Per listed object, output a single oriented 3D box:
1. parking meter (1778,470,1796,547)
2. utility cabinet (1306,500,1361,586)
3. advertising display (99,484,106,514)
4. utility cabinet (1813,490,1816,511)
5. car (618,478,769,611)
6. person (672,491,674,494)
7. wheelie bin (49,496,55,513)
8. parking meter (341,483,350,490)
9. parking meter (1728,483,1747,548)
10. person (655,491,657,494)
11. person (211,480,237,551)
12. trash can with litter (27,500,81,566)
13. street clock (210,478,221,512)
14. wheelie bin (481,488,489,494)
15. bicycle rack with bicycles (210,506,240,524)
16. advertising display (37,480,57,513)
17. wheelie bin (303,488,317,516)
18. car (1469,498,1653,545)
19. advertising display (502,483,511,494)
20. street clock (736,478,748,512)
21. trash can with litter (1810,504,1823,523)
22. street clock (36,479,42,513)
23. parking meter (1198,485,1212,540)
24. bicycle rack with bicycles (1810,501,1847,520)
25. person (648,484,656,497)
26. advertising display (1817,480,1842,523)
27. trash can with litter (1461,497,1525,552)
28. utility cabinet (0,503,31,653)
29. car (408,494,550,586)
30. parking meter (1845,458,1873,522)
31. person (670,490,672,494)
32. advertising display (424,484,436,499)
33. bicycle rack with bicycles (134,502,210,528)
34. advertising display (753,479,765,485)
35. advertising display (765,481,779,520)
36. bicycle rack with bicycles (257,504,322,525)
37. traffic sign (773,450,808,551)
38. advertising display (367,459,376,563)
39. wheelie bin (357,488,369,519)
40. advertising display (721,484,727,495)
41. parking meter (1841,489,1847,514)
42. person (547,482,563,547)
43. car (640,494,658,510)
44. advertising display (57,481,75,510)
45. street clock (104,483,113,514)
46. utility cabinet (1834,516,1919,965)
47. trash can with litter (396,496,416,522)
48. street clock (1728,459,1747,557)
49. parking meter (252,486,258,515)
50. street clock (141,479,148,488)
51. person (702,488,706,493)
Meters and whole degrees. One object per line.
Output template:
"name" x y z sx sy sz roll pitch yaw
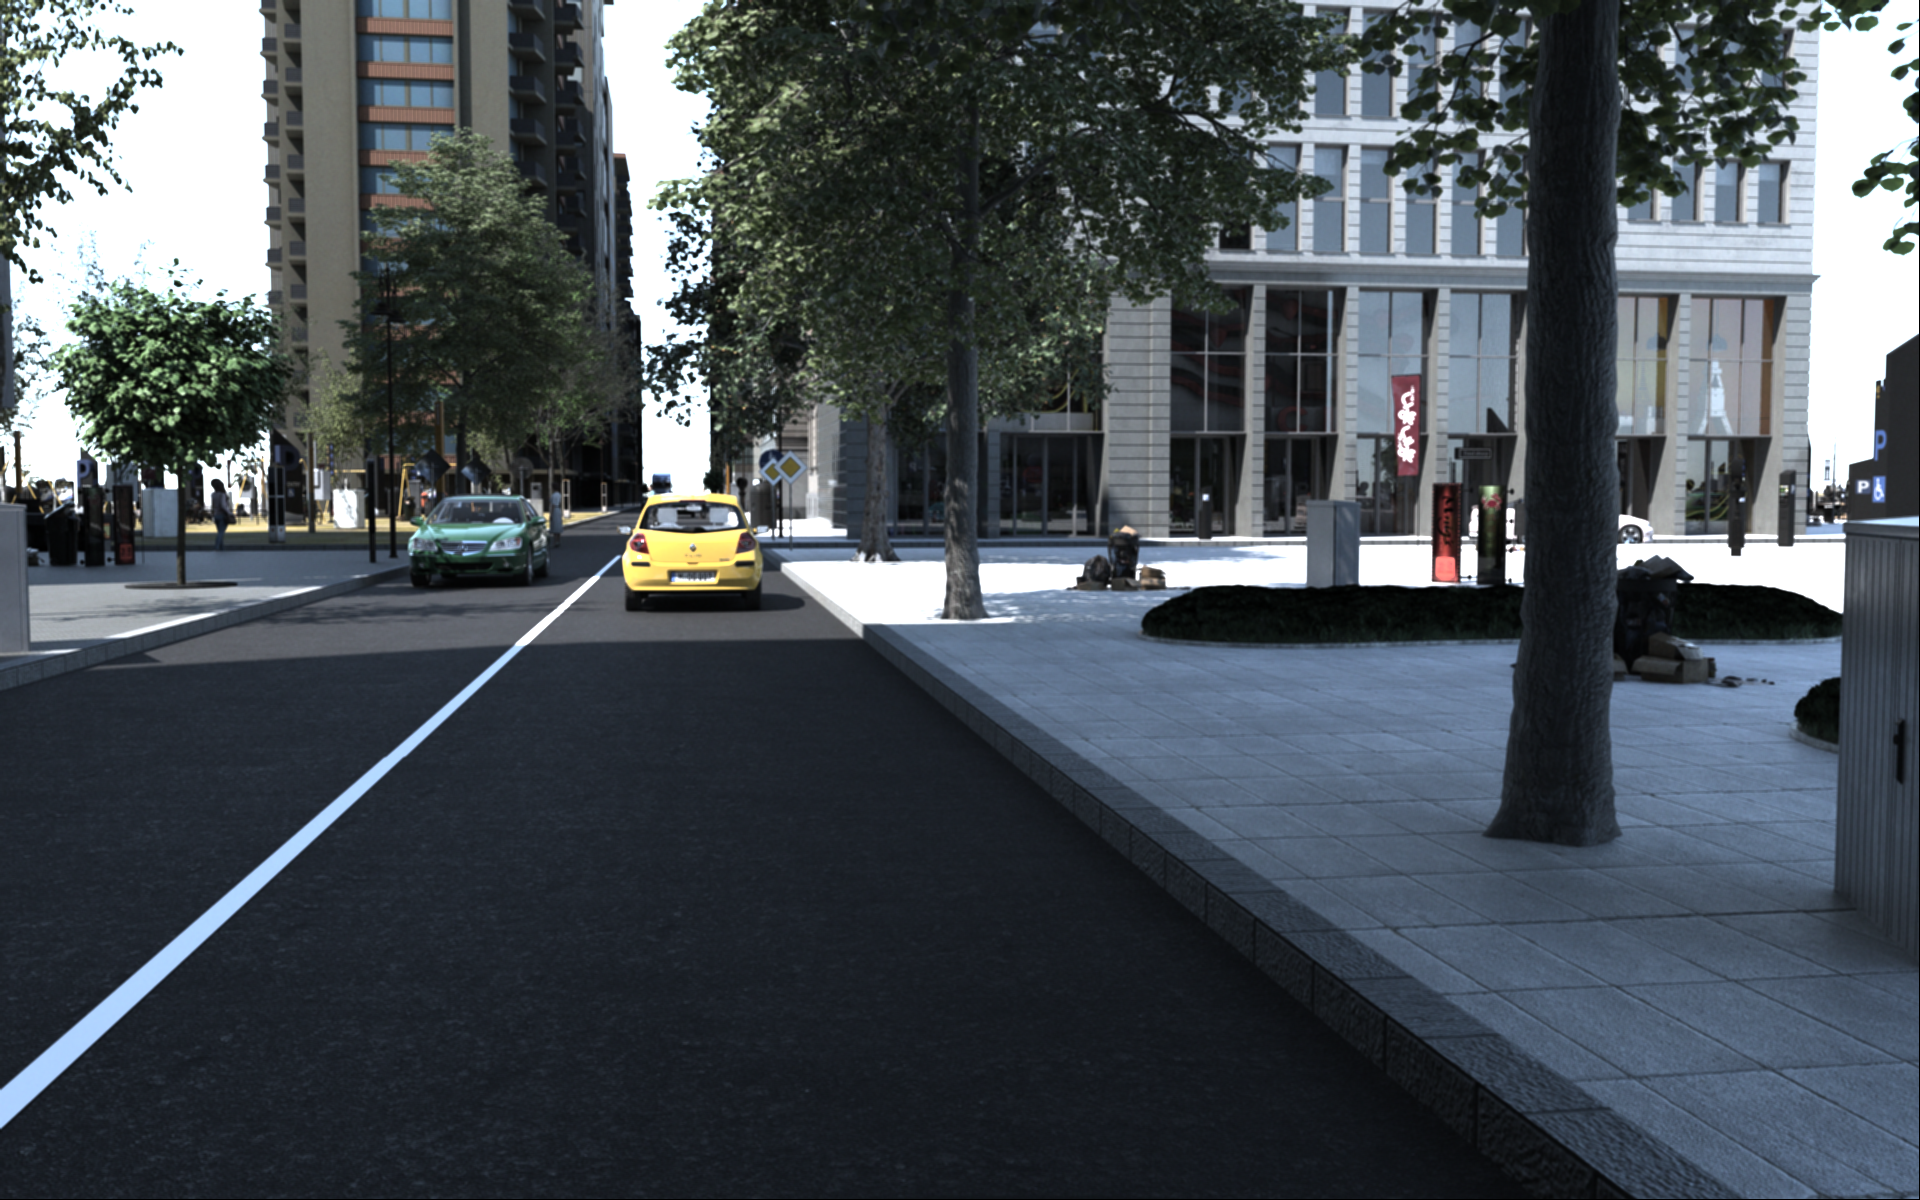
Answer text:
"parking meter" 19.998 -2.213 41.896 0.399 1.863 0.255 -3 5 -41
"utility cabinet" 3.970 -0.445 18.438 0.306 1.237 1.020 0 4 -5
"advertising display" -55.722 -6.553 112.352 0.123 1.923 0.974 1 4 9
"utility cabinet" 52.516 -5.910 105.305 0.318 1.500 1.173 -3 5 -39
"car" -3.496 -0.766 22.749 2.015 1.641 3.980 -1 4 -8
"person" -30.097 -10.623 182.634 0.568 1.767 0.683 1 4 17
"wheelie bin" -47.217 -4.983 89.373 0.693 1.594 0.980 0 4 0
"parking meter" -31.052 -5.002 87.487 0.255 1.863 0.399 3 5 44
"parking meter" 18.466 -2.003 41.162 0.372 1.533 0.369 0 3 0
"person" -30.304 -9.972 172.479 0.756 1.711 0.436 2 4 25
"person" -16.936 -1.868 39.636 0.593 1.750 0.643 2 4 29
"trash can with litter" -16.392 -1.206 31.111 1.055 1.170 0.624 -2 4 -30
"street clock" -33.442 -4.486 77.910 0.471 2.002 0.358 -3 4 -38
"wheelie bin" -24.358 -4.936 88.610 0.693 1.594 0.980 0 4 -8
"bicycle rack with bicycles" -31.932 -3.650 73.059 2.852 0.926 2.925 3 4 38
"advertising display" -42.700 -4.627 80.866 0.123 1.923 0.974 1 4 9
"wheelie bin" -35.667 -5.328 95.016 0.693 1.594 0.980 1 4 18
"car" 15.952 -2.054 45.939 4.827 1.381 2.083 -1 4 -9
"advertising display" -27.249 -6.074 104.528 0.974 1.923 0.123 2 4 30
"street clock" -9.542 -4.359 75.842 0.471 2.002 0.358 2 4 34
"trash can with litter" 35.876 -3.777 73.137 1.055 1.170 0.624 2 4 30
"street clock" -45.280 -4.939 85.320 0.471 2.002 0.358 -2 4 -25
"parking meter" 6.885 -2.459 48.609 0.372 1.533 0.369 0 3 0
"bicycle rack with bicycles" 42.386 -4.400 85.324 2.852 0.926 2.925 -3 5 -42
"person" -12.174 -3.704 69.086 0.620 1.820 0.660 0 4 -7
"advertising display" 38.821 -4.414 77.376 0.974 1.923 0.123 2 4 34
"trash can with litter" 12.344 -1.713 39.064 2.233 1.210 1.678 0 4 8
"utility cabinet" -7.954 -0.198 14.406 0.306 1.237 1.020 -2 4 -34
"car" -7.844 -1.024 28.538 2.131 1.459 4.920 0 4 -8
"parking meter" 14.432 -1.350 27.792 0.399 1.863 0.255 1 4 15
"person" -24.405 -8.391 146.217 0.617 1.759 0.750 0 4 -6
"advertising display" -35.393 -6.747 115.533 0.974 1.923 0.123 0 4 1
"bicycle rack with bicycles" -30.502 -3.208 65.826 2.852 0.926 2.925 -1 4 -9
"advertising display" -8.433 -4.093 72.129 0.123 1.923 0.974 -1 4 -23
"advertising display" -9.279 -4.896 85.267 0.974 1.923 0.123 -3 4 -37
"bicycle rack with bicycles" -28.014 -3.642 72.930 2.852 0.926 2.925 2 4 26
"traffic sign" -3.844 -2.181 39.295 0.795 2.450 0.064 -1 4 -9
"advertising display" -11.087 -1.678 32.648 0.123 1.923 0.974 -1 4 -19
"wheelie bin" -30.553 -4.953 88.890 0.980 1.594 0.693 0 4 -6
"advertising display" -16.160 -6.995 119.585 0.123 1.923 0.974 -1 4 -21
"parking meter" 47.250 -5.140 92.442 0.372 1.533 0.369 0 3 0
"person" -10.945 -2.294 46.573 0.524 1.755 0.480 1 4 12
"car" -28.667 -9.117 160.852 2.131 1.459 4.920 -1 4 -9
"advertising display" -42.940 -4.767 83.147 0.974 1.923 0.123 1 4 13
"street clock" -44.521 -5.271 90.743 0.471 2.002 0.358 0 4 1
"utility cabinet" 2.843 0.373 5.065 0.306 1.237 1.020 1 4 14
"trash can with litter" -25.943 -4.253 80.916 1.055 1.170 0.624 2 4 27
"street clock" 15.939 -1.893 35.514 0.358 2.002 0.471 2 4 32
"parking meter" -43.205 -6.136 106.034 0.399 1.863 0.255 0 4 3
"street clock" -28.453 -3.442 60.849 0.471 2.002 0.358 -3 5 -44
"person" -14.974 -5.632 100.770 0.473 1.802 0.592 2 4 34
